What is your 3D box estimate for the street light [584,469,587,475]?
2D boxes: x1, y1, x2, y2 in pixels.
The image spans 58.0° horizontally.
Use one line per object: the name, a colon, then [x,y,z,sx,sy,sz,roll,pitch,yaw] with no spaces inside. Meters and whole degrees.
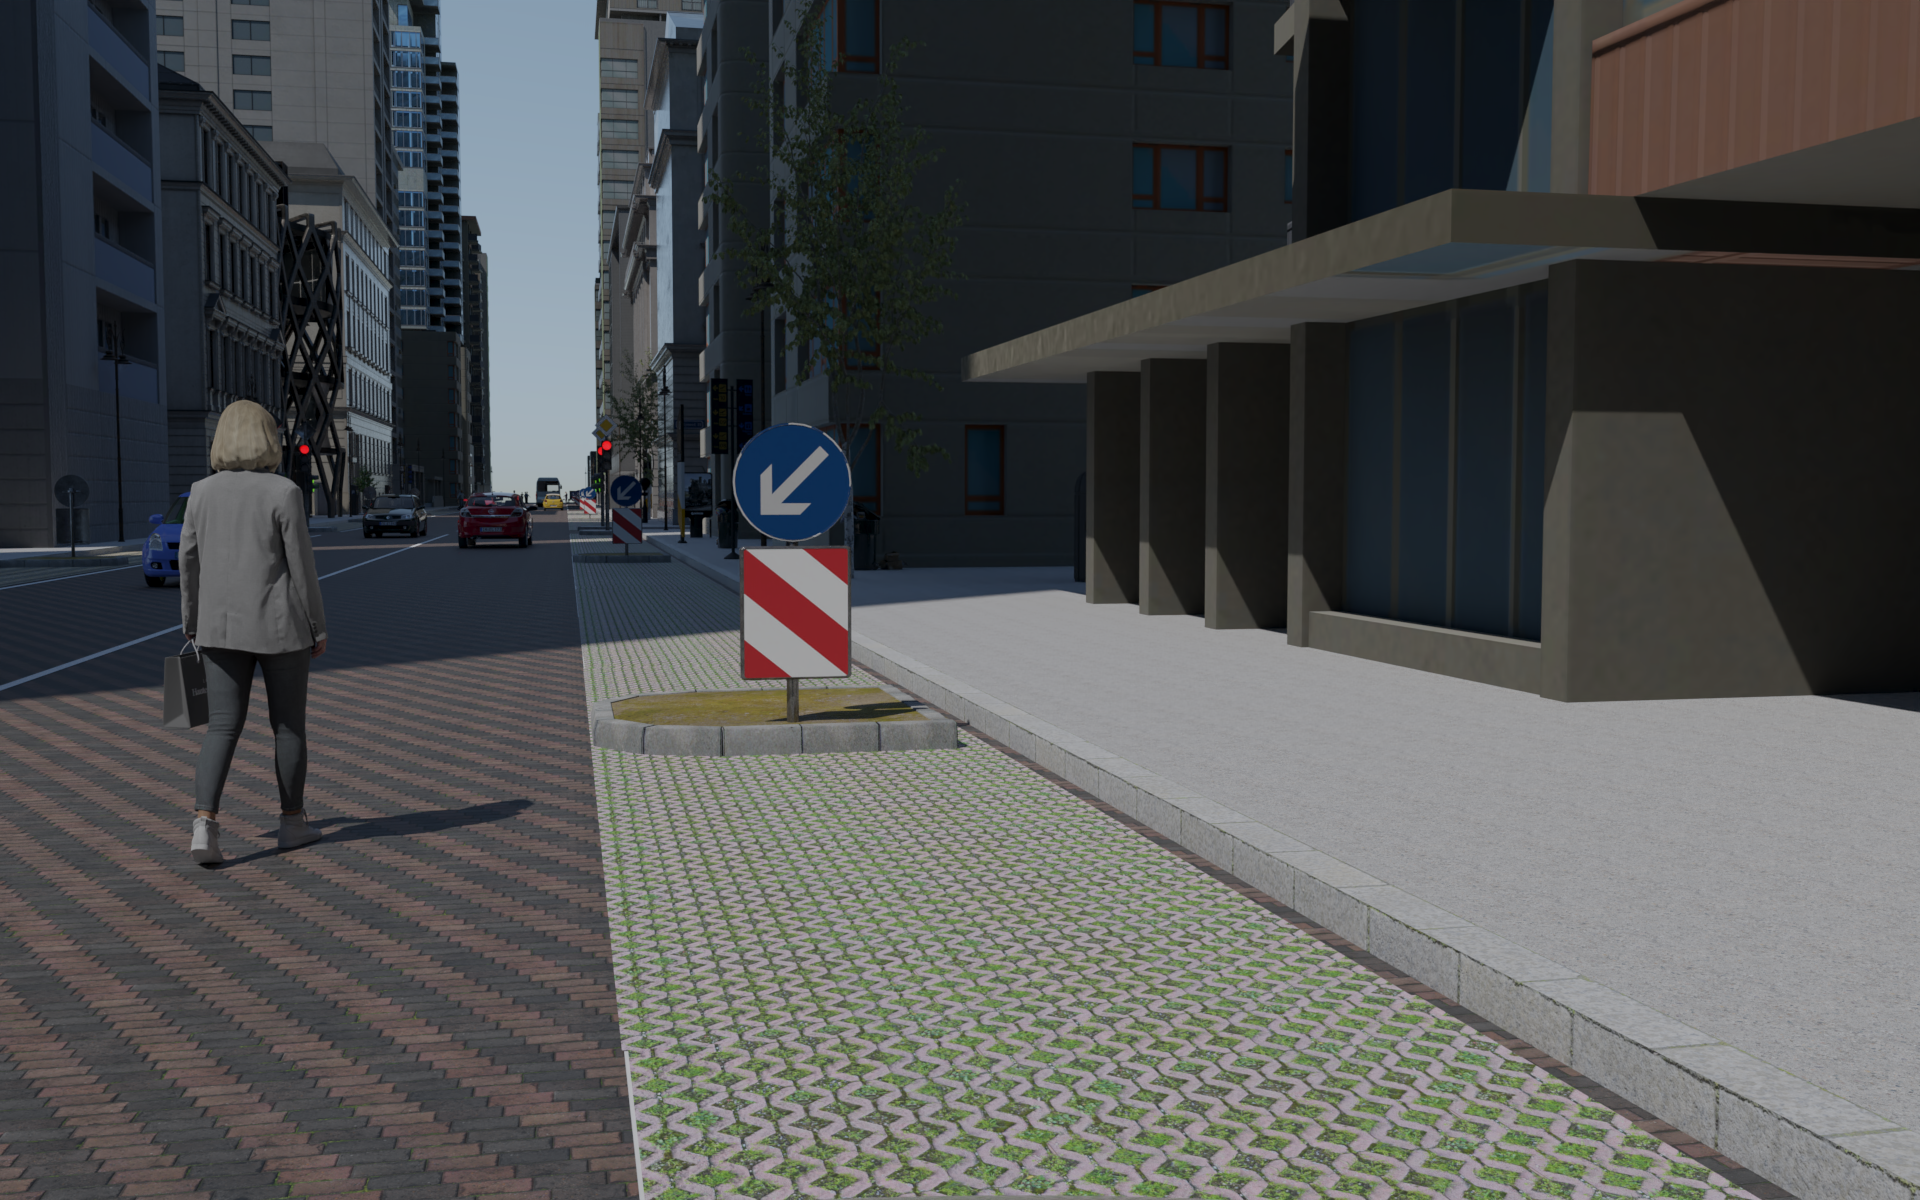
street light: [-57.382,-18.040,267.747,0.468,5.910,1.993,-1,4,-13]

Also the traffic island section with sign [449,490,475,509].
traffic island section with sign: [-47.287,-9.503,163.995,1.989,1.847,2.006,-1,4,-13]

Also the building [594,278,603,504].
building: [-41.806,-28.188,232.574,14.160,30.474,14.107,-1,4,-13]

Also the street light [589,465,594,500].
street light: [-45.860,-14.924,216.801,0.468,5.910,1.993,-1,4,-13]

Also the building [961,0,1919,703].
building: [13.649,-21.675,9.014,22.147,44.769,28.867,-1,4,-13]

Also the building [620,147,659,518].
building: [-13.037,-15.987,103.191,13.314,21.916,24.055,-1,4,-13]

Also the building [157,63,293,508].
building: [-35.100,-12.752,73.119,10.561,19.102,19.286,-1,4,-13]

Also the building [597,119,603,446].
building: [-31.056,-35.735,203.867,23.786,49.044,30.456,-1,4,-13]

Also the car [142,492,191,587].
car: [-11.994,-1.130,28.075,1.945,1.707,3.694,-1,4,-11]

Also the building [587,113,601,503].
building: [-50.014,-59.397,283.818,22.319,86.520,31.000,-1,4,-13]

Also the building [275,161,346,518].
building: [-41.479,-13.671,90.967,16.820,18.784,16.811,-1,4,-13]

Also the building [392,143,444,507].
building: [-67.696,-29.126,168.093,32.217,40.220,23.993,-1,4,-13]

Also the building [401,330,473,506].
building: [-70.293,-21.443,195.638,27.650,21.520,28.899,-1,4,-13]

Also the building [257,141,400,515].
building: [-48.195,-17.487,119.203,16.112,22.955,30.059,-1,4,-13]

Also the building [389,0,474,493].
building: [-76.903,-56.188,231.348,22.319,86.520,31.000,-1,4,-13]

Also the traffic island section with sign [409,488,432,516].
traffic island section with sign: [-36.018,-6.477,114.527,1.989,1.847,2.006,-1,4,-13]

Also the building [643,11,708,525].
building: [3.575,-15.902,79.077,34.723,24.649,14.460,-1,4,-13]

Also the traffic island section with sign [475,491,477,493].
traffic island section with sign: [-53.265,-11.110,190.282,1.989,1.847,2.006,-1,4,-13]

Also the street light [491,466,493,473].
street light: [-76.088,-18.887,281.583,0.468,5.910,1.993,-1,4,-13]

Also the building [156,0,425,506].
building: [-56.911,-43.309,146.356,20.563,71.187,20.611,-1,4,-13]

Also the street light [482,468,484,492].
street light: [-69.319,-17.068,251.854,0.468,5.910,1.993,-1,4,-13]

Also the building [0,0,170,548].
building: [-37.167,-30.735,44.517,28.212,58.520,21.231,-1,4,-13]

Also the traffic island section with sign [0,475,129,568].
traffic island section with sign: [-17.799,-1.586,34.553,1.989,1.847,2.006,-1,4,-13]

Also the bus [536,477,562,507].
bus: [-46.748,-12.356,196.884,2.948,3.499,13.247,-1,4,-13]

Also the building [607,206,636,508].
building: [-18.699,-18.988,129.517,14.314,24.678,30.058,-1,4,-13]

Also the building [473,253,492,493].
building: [-84.679,-36.728,284.091,14.154,41.232,14.086,-1,4,-13]

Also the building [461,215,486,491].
building: [-83.770,-37.145,261.942,22.147,44.769,28.867,-1,4,-13]

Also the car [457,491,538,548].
car: [-12.695,-2.348,47.438,2.155,1.783,4.494,-1,4,-11]

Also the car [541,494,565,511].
car: [-35.437,-8.603,150.879,2.015,1.641,3.980,-1,4,-14]

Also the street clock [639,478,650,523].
street clock: [-13.939,-4.405,76.592,0.358,2.002,0.471,3,5,42]

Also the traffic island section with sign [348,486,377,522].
traffic island section with sign: [-30.028,-4.869,88.235,1.989,1.847,2.006,-1,4,-13]

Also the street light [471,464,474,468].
street light: [-62.570,-15.245,222.040,0.468,5.910,1.993,-1,4,-13]

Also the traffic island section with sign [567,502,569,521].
traffic island section with sign: [-19.598,-5.047,91.144,1.989,1.847,2.006,-1,4,-13]

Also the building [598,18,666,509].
building: [-24.813,-28.788,154.279,14.154,41.232,14.086,-1,4,-13]

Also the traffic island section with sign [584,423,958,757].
traffic island section with sign: [-1.199,-0.107,10.376,1.989,1.847,2.006,-1,4,-13]

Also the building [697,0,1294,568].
building: [8.038,-12.304,46.204,27.650,21.520,28.899,-1,4,-13]

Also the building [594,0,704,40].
building: [-21.923,-35.879,175.864,28.713,52.752,27.495,-1,4,-13]

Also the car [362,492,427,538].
car: [-18.898,-2.948,57.985,2.009,1.686,4.222,-1,4,-11]

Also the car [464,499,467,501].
car: [-30.711,-6.245,111.142,2.155,1.783,4.494,-1,4,-13]

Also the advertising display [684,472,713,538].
advertising display: [-7.756,-2.795,50.905,0.974,1.923,0.123,-1,4,-23]

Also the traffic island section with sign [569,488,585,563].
traffic island section with sign: [-7.190,-1.714,36.660,1.989,1.847,2.006,-1,4,-13]
